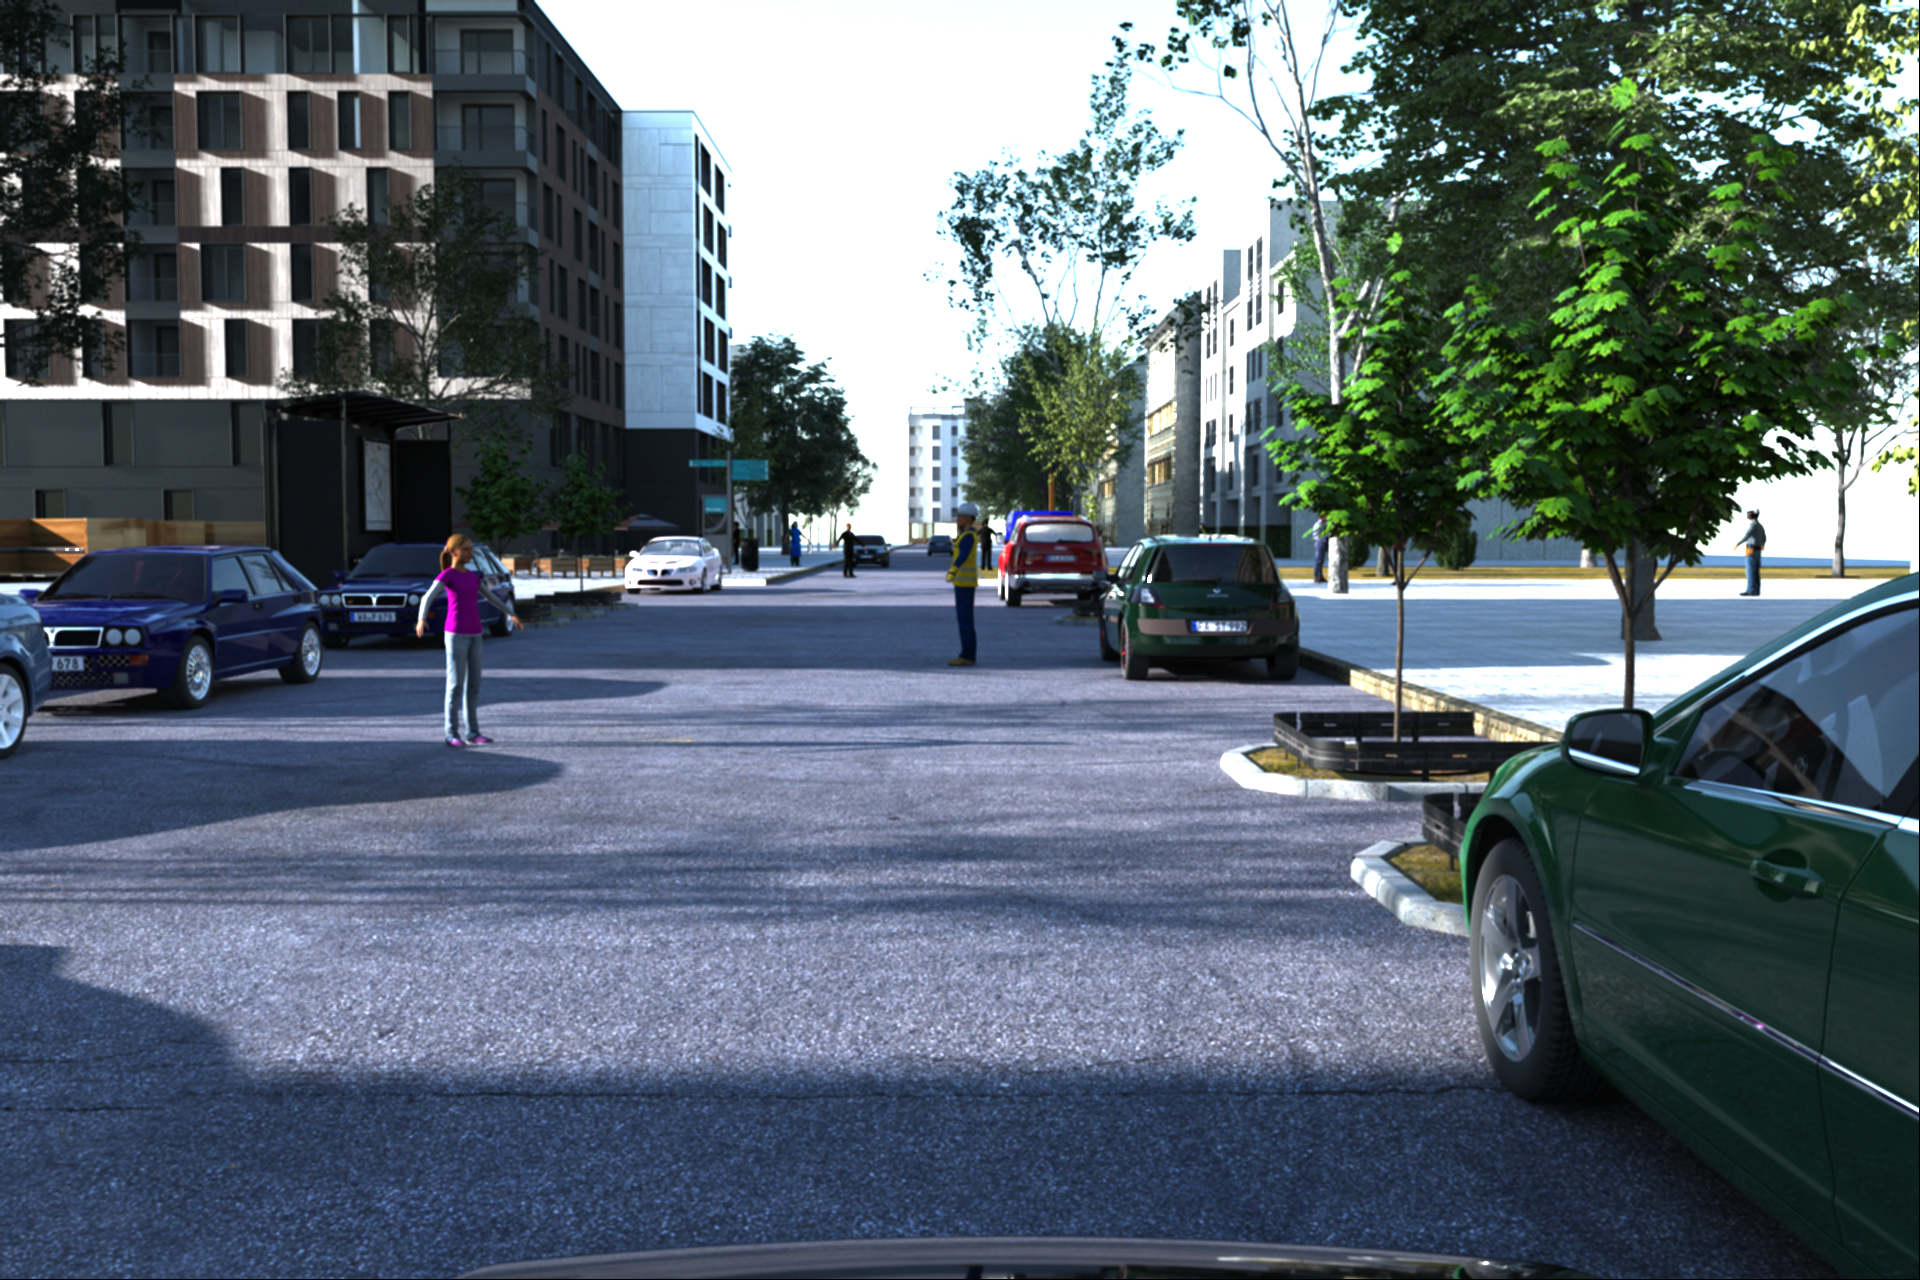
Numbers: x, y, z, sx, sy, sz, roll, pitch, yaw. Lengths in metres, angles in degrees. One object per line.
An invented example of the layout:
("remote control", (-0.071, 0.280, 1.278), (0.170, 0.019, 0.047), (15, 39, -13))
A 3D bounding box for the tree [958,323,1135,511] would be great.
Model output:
("tree", (5.106, -11.604, 100.093), (12.009, 13.543, 11.850), (0, 3, 0))

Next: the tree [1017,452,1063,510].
("tree", (5.438, -10.733, 125.841), (4.737, 8.622, 4.395), (0, 3, 0))

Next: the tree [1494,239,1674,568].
("tree", (24.138, -9.765, 66.313), (9.857, 13.997, 8.962), (0, 3, 0))

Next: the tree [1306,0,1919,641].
("tree", (7.840, -6.277, 20.749), (7.486, 12.596, 7.792), (0, 3, 0))

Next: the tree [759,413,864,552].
("tree", (-10.815, -11.555, 123.339), (8.767, 10.594, 7.601), (0, 4, 6))

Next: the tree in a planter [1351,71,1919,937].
("tree in a planter", (2.624, -0.582, 6.743), (1.991, 3.239, 1.994), (0, 4, 0))

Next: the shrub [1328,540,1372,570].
("shrub", (13.816, -3.521, 61.602), (1.661, 2.075, 1.752), (0, 3, 0))

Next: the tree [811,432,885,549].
("tree", (-10.842, -13.099, 148.585), (8.767, 10.594, 7.601), (-1, 4, -12))

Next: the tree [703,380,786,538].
("tree", (-10.324, -8.128, 83.257), (4.737, 8.622, 4.395), (0, 3, 0))

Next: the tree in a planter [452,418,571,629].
("tree in a planter", (-7.172, -1.819, 26.962), (1.991, 3.239, 1.994), (0, 4, -1))

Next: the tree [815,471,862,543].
("tree", (-16.932, -18.677, 239.786), (7.601, 10.594, 8.767), (0, 4, -2))

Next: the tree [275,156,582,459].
("tree", (-12.727, -6.584, 42.060), (7.601, 10.594, 8.767), (-3, 4, -37))

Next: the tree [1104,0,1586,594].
("tree", (8.523, -10.972, 35.282), (12.611, 20.169, 13.585), (0, 3, 0))

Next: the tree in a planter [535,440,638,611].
("tree in a planter", (-7.243, -2.191, 33.047), (1.991, 3.239, 1.994), (0, 4, 0))

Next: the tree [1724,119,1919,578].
("tree", (25.966, -8.571, 50.498), (12.009, 13.543, 11.850), (0, 3, 0))

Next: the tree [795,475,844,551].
("tree", (-10.741, -11.054, 131.094), (4.737, 8.622, 4.395), (0, 3, 0))

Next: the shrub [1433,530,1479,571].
("shrub", (17.325, -3.439, 60.648), (1.690, 2.028, 1.600), (0, 3, 0))

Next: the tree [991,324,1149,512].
("tree", (5.390, -9.726, 84.778), (9.928, 11.665, 9.643), (0, 3, 0))

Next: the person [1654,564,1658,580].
("person", (10.343, -1.034, 26.146), (0.628, 1.438, 0.799), (-1, 4, -12))

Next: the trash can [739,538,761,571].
("trash can", (-7.251, -2.940, 59.724), (0.748, 1.137, 0.748), (0, 3, 0))

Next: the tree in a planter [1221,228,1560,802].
("tree in a planter", (2.598, -0.792, 10.168), (1.991, 3.239, 1.994), (0, 3, 0))

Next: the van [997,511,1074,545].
("van", (2.191, -2.683, 48.258), (2.240, 2.365, 5.245), (0, 3, 0))

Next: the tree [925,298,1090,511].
("tree", (4.012, -17.354, 139.630), (12.611, 20.169, 13.585), (0, 3, 0))

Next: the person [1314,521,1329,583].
("person", (9.616, -2.425, 45.568), (0.599, 1.838, 0.709), (2, 4, 24))

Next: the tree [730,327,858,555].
("tree", (-10.642, -12.198, 106.090), (9.857, 13.997, 8.962), (0, 3, 0))

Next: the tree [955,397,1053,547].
("tree", (4.262, -15.195, 155.087), (9.857, 13.997, 8.962), (0, 3, 0))

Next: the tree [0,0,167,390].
("tree", (-13.110, -5.260, 20.419), (7.601, 10.594, 8.767), (-1, 4, -14))

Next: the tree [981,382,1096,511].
("tree", (5.028, -11.920, 113.022), (7.486, 12.596, 7.792), (0, 3, 0))

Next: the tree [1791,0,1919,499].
("tree", (8.278, -3.832, 13.023), (4.737, 8.622, 4.395), (0, 3, 0))

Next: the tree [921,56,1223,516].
("tree", (4.694, -13.158, 71.015), (12.611, 20.169, 13.585), (0, 3, 0))

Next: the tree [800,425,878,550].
("tree", (-10.410, -12.408, 137.290), (8.767, 10.594, 7.601), (1, 4, 8))

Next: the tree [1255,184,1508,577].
("tree", (12.793, -7.729, 52.120), (9.928, 11.665, 9.643), (0, 3, 0))

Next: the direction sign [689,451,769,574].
("direction sign", (-7.392, -4.116, 56.058), (2.525, 3.948, 1.411), (0, 4, 0))

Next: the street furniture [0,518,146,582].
("street furniture", (-26.797, -2.648, 50.143), (11.010, 1.723, 9.812), (2, 4, 26))

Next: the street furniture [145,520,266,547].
("street furniture", (-26.923, -3.294, 60.707), (11.010, 1.723, 9.812), (-1, 4, -21))

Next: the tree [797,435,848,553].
("tree", (-10.166, -10.106, 115.599), (4.360, 8.622, 3.978), (0, 3, 0))

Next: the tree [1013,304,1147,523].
("tree", (3.942, -6.384, 54.740), (4.737, 8.622, 4.395), (0, 3, 0))

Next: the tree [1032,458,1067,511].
("tree", (13.415, -19.843, 242.559), (7.486, 12.596, 7.792), (0, 3, 0))

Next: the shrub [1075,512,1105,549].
("shrub", (4.182, -3.426, 60.055), (1.661, 2.075, 1.752), (0, 3, 0))
